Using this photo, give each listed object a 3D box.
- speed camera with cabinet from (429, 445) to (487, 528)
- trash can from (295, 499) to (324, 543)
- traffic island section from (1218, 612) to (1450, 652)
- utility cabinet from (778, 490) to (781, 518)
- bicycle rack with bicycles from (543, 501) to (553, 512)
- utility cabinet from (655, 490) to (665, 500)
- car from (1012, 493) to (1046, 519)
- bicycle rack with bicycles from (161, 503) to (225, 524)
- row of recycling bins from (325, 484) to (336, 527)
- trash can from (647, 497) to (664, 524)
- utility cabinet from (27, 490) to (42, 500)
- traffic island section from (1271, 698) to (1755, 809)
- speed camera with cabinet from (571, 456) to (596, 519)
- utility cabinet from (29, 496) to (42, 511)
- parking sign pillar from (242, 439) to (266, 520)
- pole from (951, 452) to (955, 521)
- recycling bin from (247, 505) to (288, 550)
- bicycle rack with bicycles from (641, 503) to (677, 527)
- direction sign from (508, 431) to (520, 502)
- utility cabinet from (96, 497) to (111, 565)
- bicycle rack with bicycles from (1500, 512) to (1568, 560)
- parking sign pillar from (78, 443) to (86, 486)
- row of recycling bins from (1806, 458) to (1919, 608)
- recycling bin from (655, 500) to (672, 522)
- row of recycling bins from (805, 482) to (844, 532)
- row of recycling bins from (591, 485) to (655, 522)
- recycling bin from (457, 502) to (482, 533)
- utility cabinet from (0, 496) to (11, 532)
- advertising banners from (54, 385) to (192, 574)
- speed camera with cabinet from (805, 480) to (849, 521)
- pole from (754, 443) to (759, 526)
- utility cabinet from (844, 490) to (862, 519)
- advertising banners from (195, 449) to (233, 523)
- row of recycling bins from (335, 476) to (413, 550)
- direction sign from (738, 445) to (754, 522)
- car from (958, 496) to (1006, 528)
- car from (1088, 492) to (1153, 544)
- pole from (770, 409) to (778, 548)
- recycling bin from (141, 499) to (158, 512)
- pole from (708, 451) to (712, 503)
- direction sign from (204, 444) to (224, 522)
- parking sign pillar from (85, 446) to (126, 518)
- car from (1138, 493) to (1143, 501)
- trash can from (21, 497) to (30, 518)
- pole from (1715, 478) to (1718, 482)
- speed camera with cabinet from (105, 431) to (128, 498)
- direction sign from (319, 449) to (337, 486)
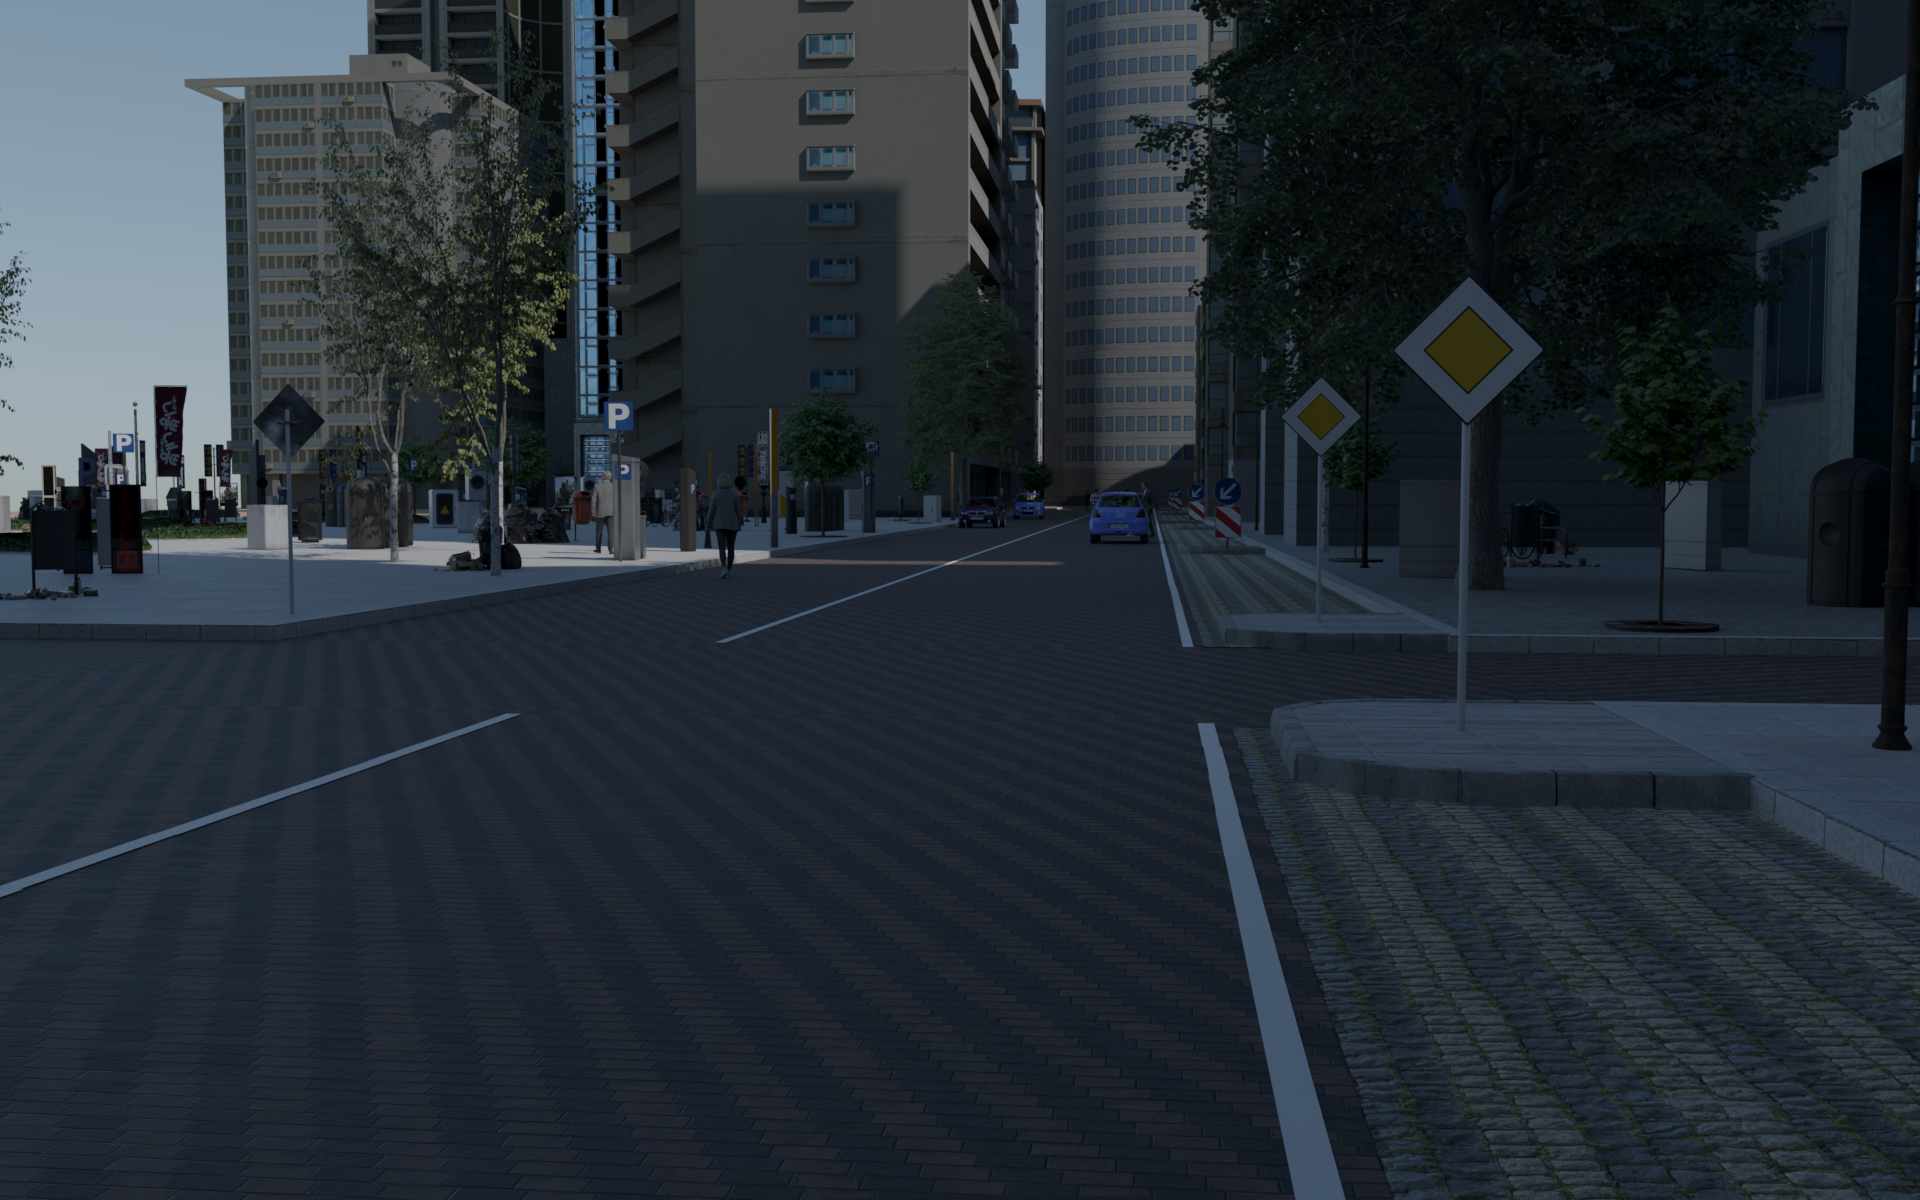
[{"bbox_3d":[-19.088,-4.371,65.806,2.038,3.252,0.660,-2,4,-30],"label":"speed camera with cabinet"},{"bbox_3d":[-17.170,-2.084,45.732,0.748,1.137,0.748,0,3,0],"label":"trash can"},{"bbox_3d":[3.623,0.305,17.297,2.009,0.180,2.903,0,4,6],"label":"traffic island section"},{"bbox_3d":[-9.832,-5.138,92.680,0.318,1.500,1.173,-1,4,-15],"label":"utility cabinet"},{"bbox_3d":[-20.679,-4.869,92.995,2.852,0.926,2.925,-3,5,-42],"label":"bicycle rack with bicycles"},{"bbox_3d":[-15.382,-4.846,87.914,0.318,1.500,1.173,-3,4,-37],"label":"utility cabinet"},{"bbox_3d":[3.974,-5.496,99.452,1.945,1.707,3.694,0,4,5],"label":"car"},{"bbox_3d":[-32.443,-3.695,73.790,2.852,0.926,2.925,1,4,20],"label":"bicycle rack with bicycles"},{"bbox_3d":[-23.679,-3.682,67.311,1.069,1.692,3.534,-3,5,-40],"label":"row of recycling bins"},{"bbox_3d":[-13.307,-3.915,75.656,0.748,1.137,0.748,0,3,0],"label":"trash can"},{"bbox_3d":[-49.471,-5.146,92.823,1.173,1.500,0.318,2,4,27],"label":"utility cabinet"},{"bbox_3d":[2.752,0.790,9.359,2.009,0.180,2.903,0,4,6],"label":"traffic island section"},{"bbox_3d":[-19.873,-5.816,89.432,2.038,3.252,0.660,-2,4,-27],"label":"speed camera with cabinet"},{"bbox_3d":[-38.647,-3.773,72.845,0.306,1.237,1.020,1,4,10],"label":"utility cabinet"},{"bbox_3d":[-34.956,-5.973,86.131,1.447,3.967,1.447,-3,4,-38],"label":"parking sign pillar"},{"bbox_3d":[-0.345,-5.496,83.705,0.158,3.312,0.155,0,3,0],"label":"pole"},{"bbox_3d":[-15.947,-1.679,40.000,0.722,1.027,0.722,2,4,32],"label":"recycling bin"},{"bbox_3d":[-12.085,-3.366,68.416,2.852,0.926,2.925,-3,4,-39],"label":"bicycle rack with bicycles"},{"bbox_3d":[-16.090,-4.315,62.540,0.379,3.537,0.876,-3,4,-38],"label":"direction sign"},{"bbox_3d":[-15.596,-1.256,31.695,0.306,1.237,1.020,-2,4,-23],"label":"utility cabinet"},{"bbox_3d":[10.960,-1.325,35.046,2.852,0.926,2.925,-1,4,-9],"label":"bicycle rack with bicycles"},{"bbox_3d":[-45.952,-6.310,91.644,1.447,3.967,1.447,1,4,12],"label":"parking sign pillar"},{"bbox_3d":[11.604,-0.786,19.958,3.534,1.692,1.069,0,4,-4],"label":"row of recycling bins"},{"bbox_3d":[-13.545,-4.038,78.578,0.722,1.027,0.722,3,5,41],"label":"recycling bin"},{"bbox_3d":[-4.702,-3.283,60.785,1.069,1.692,3.534,0,4,7],"label":"row of recycling bins"},{"bbox_3d":[-15.824,-4.560,81.666,1.069,1.692,3.534,3,5,41],"label":"row of recycling bins"},{"bbox_3d":[-16.131,-2.720,57.019,0.722,1.027,0.722,0,4,-8],"label":"recycling bin"},{"bbox_3d":[-32.449,-2.907,58.693,0.306,1.237,1.020,-1,4,-18],"label":"utility cabinet"},{"bbox_3d":[-13.449,-1.935,27.821,2.074,3.025,0.090,0,4,-6],"label":"advertising banners"},{"bbox_3d":[-6.279,-5.341,81.665,2.038,3.252,0.660,-2,4,-23],"label":"speed camera with cabinet"},{"bbox_3d":[-8.071,-4.575,68.644,0.158,3.312,0.155,0,3,0],"label":"pole"},{"bbox_3d":[-5.345,-4.771,86.676,1.173,1.500,0.318,-2,4,-24],"label":"utility cabinet"},{"bbox_3d":[-29.160,-4.327,66.933,2.074,3.025,0.090,-2,4,-30],"label":"advertising banners"},{"bbox_3d":[-13.901,-2.114,41.673,1.069,1.692,3.534,0,4,-4],"label":"row of recycling bins"},{"bbox_3d":[-9.815,-5.362,79.668,0.876,3.537,0.379,1,4,19],"label":"direction sign"},{"bbox_3d":[0.956,-3.766,74.160,1.945,1.354,3.894,0,4,8],"label":"car"},{"bbox_3d":[4.756,-2.557,51.393,1.945,1.707,3.694,0,4,7],"label":"car"},{"bbox_3d":[-4.451,-2.910,41.421,0.158,3.312,0.155,0,3,0],"label":"pole"},{"bbox_3d":[-44.294,-5.020,94.638,0.722,1.027,0.722,-3,5,-44],"label":"recycling bin"},{"bbox_3d":[-11.921,-5.432,82.658,0.158,3.312,0.155,0,3,0],"label":"pole"},{"bbox_3d":[-33.861,-5.302,78.684,0.876,3.537,0.379,-3,5,-42],"label":"direction sign"},{"bbox_3d":[-38.561,-5.530,78.884,1.447,3.967,1.447,1,4,11],"label":"parking sign pillar"},{"bbox_3d":[15.458,-8.449,147.730,1.945,1.707,3.694,0,4,6],"label":"car"},{"bbox_3d":[-40.330,-3.885,75.178,0.748,1.137,0.748,0,3,0],"label":"trash can"},{"bbox_3d":[13.605,-2.292,31.314,0.158,3.312,0.155,0,3,0],"label":"pole"},{"bbox_3d":[-25.948,-3.624,53.582,0.660,3.252,2.038,-2,4,-35],"label":"speed camera with cabinet"},{"bbox_3d":[-31.919,-5.842,87.507,0.876,3.537,0.379,0,4,2],"label":"direction sign"}]
